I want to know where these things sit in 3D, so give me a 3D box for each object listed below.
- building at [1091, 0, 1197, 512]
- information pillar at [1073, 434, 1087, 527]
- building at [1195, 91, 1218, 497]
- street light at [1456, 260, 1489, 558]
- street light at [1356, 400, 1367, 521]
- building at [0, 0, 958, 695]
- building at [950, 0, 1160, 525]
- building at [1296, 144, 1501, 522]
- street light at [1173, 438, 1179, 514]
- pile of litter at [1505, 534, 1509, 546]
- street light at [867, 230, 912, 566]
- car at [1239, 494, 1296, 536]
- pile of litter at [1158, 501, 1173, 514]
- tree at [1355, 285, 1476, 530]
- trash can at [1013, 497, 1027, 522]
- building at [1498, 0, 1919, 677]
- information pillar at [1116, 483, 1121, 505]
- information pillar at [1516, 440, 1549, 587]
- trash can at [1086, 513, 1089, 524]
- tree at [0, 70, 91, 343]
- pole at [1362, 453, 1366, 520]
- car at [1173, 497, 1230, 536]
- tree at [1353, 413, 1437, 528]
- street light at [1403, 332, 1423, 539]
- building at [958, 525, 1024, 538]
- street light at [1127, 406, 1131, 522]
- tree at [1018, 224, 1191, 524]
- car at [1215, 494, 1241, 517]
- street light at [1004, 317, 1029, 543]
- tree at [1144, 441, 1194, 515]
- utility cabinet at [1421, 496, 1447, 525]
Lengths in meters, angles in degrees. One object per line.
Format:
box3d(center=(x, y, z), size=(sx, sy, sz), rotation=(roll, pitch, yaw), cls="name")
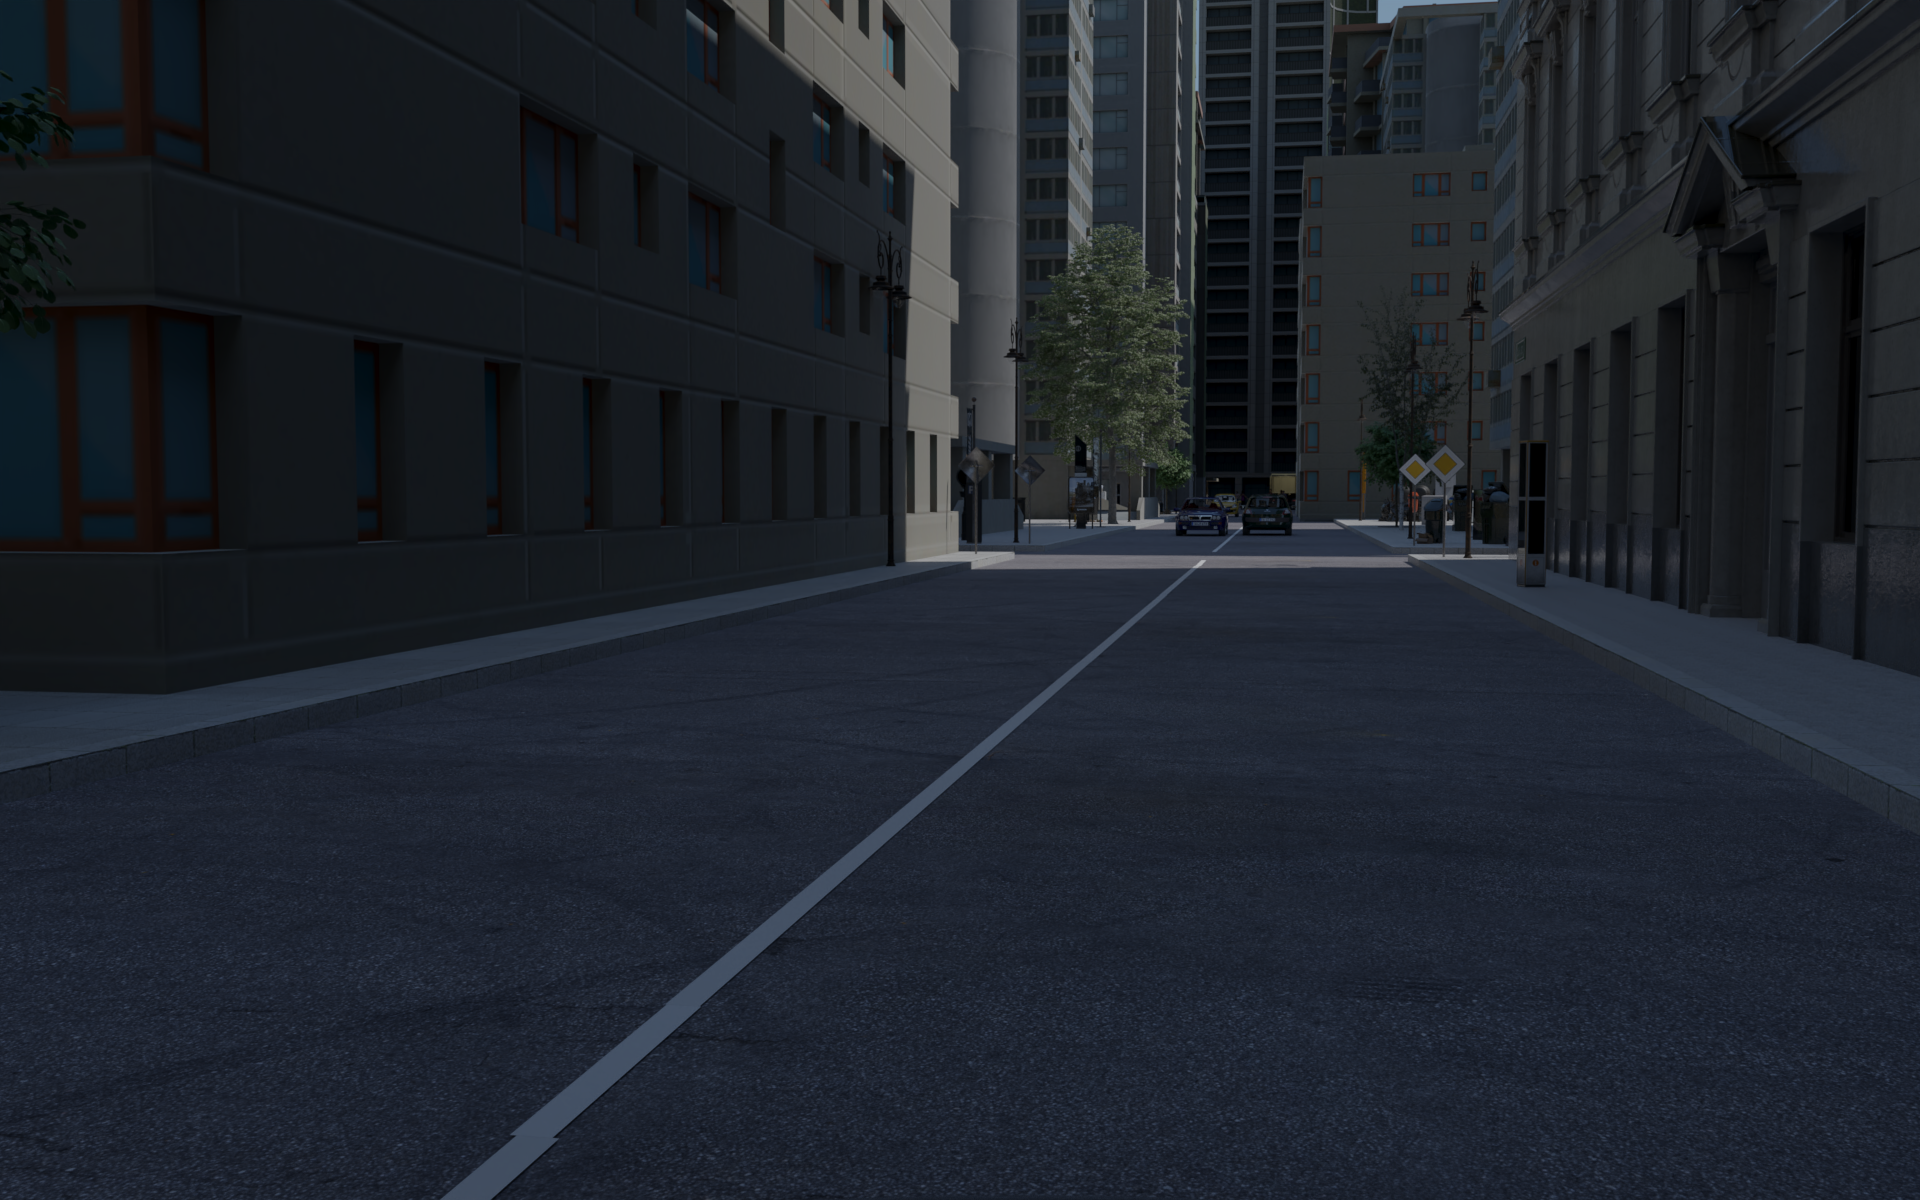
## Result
box3d(center=(9.755, -27.092, 126.550), size=(14.154, 41.232, 14.086), rotation=(1, 4, 10), cls="building")
box3d(center=(4.709, -4.672, 67.735), size=(0.504, 3.616, 0.183), rotation=(2, 4, 24), cls="information pillar")
box3d(center=(12.831, -32.450, 185.182), size=(28.867, 44.769, 22.147), rotation=(1, 4, 10), cls="building")
box3d(center=(10.152, -3.771, 34.444), size=(0.468, 5.910, 1.993), rotation=(1, 4, 10), cls="street light")
box3d(center=(19.159, -6.724, 82.727), size=(0.468, 5.910, 1.993), rotation=(1, 4, 10), cls="street light")
box3d(center=(-16.764, -11.105, 26.612), size=(28.899, 21.520, 27.650), rotation=(1, 4, 10), cls="building")
box3d(center=(-5.730, -24.564, 93.503), size=(32.217, 40.220, 23.993), rotation=(1, 4, 10), cls="building")
box3d(center=(33.833, -15.637, 100.707), size=(27.650, 21.520, 28.899), rotation=(1, 4, 10), cls="building")
box3d(center=(14.186, -8.605, 113.482), size=(0.468, 5.910, 1.993), rotation=(1, 4, 10), cls="street light")
box3d(center=(14.231, -1.758, 42.711), size=(1.719, 0.858, 1.176), rotation=(0, 4, -2), cls="pile of litter")
box3d(center=(-1.229, -3.536, 30.605), size=(0.468, 5.910, 1.993), rotation=(1, 4, 10), cls="street light")
box3d(center=(10.847, -3.138, 61.094), size=(2.009, 1.686, 4.222), rotation=(1, 4, 10), cls="car")
box3d(center=(13.046, -5.933, 110.973), size=(1.719, 0.858, 1.176), rotation=(-3, 4, -36), cls="pile of litter")
box3d(center=(15.653, -6.750, 60.731), size=(4.360, 8.622, 3.978), rotation=(0, 3, 0), cls="tree")
box3d(center=(2.566, -3.936, 76.004), size=(0.748, 1.137, 0.748), rotation=(0, 3, 0), cls="trash can")
box3d(center=(14.658, -14.334, 10.779), size=(17.030, 29.872, 44.131), rotation=(1, 4, 10), cls="building")
box3d(center=(10.660, -6.853, 116.534), size=(0.304, 2.012, 0.304), rotation=(0, 4, 2), cls="information pillar")
box3d(center=(7.894, -1.186, 23.887), size=(0.304, 2.012, 0.304), rotation=(0, 4, -5), cls="information pillar")
box3d(center=(5.315, -3.891, 75.268), size=(0.748, 1.137, 0.748), rotation=(0, 3, 0), cls="trash can")
box3d(center=(-6.203, -1.503, 8.287), size=(4.285, 4.588, 4.351), rotation=(0, 3, 0), cls="tree")
box3d(center=(19.965, -5.611, 85.583), size=(0.158, 3.312, 0.155), rotation=(0, 3, 0), cls="pole")
box3d(center=(8.439, -2.918, 60.293), size=(1.945, 1.354, 3.894), rotation=(1, 4, 10), cls="car")
box3d(center=(16.900, -5.092, 66.962), size=(4.285, 4.588, 4.351), rotation=(0, 3, 0), cls="tree")
box3d(center=(12.923, -4.694, 49.527), size=(0.468, 5.910, 1.993), rotation=(1, 4, 10), cls="street light")
box3d(center=(-14.766, -22.424, 58.519), size=(32.217, 40.220, 23.993), rotation=(1, 4, 10), cls="building")
box3d(center=(7.755, -6.509, 79.211), size=(0.468, 5.910, 1.993), rotation=(1, 4, 10), cls="street light")
box3d(center=(6.107, -9.513, 73.663), size=(7.486, 12.596, 7.792), rotation=(0, 3, 0), cls="tree")
box3d(center=(16.634, -6.020, 108.657), size=(2.015, 1.641, 3.980), rotation=(1, 4, 10), cls="car")
box3d(center=(1.481, -4.446, 45.479), size=(0.468, 5.910, 1.993), rotation=(1, 4, 10), cls="street light")
box3d(center=(12.847, -7.586, 107.739), size=(4.285, 4.588, 4.351), rotation=(0, 3, 0), cls="tree")
box3d(center=(19.783, -3.737, 72.268), size=(1.020, 1.237, 0.306), rotation=(3, 5, 43), cls="utility cabinet")
